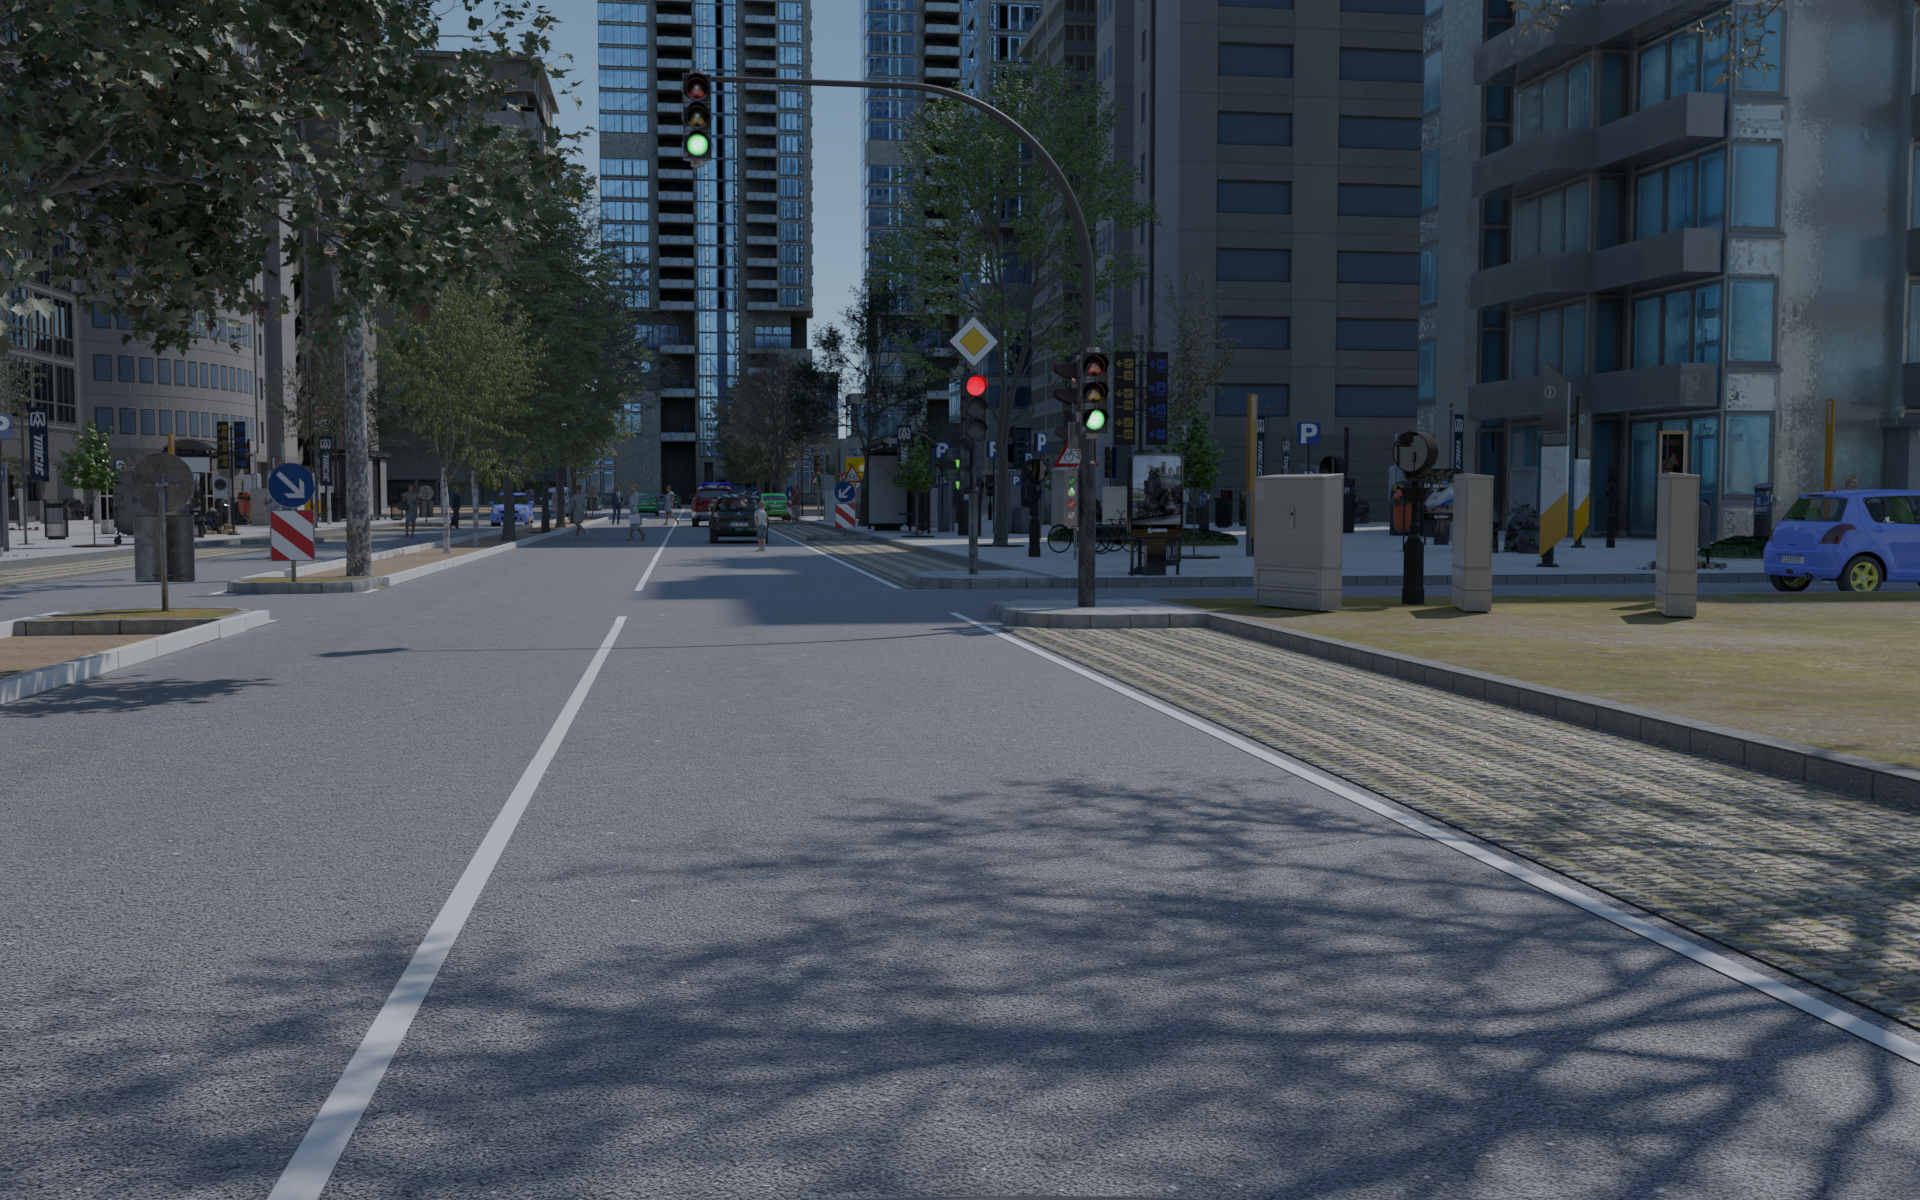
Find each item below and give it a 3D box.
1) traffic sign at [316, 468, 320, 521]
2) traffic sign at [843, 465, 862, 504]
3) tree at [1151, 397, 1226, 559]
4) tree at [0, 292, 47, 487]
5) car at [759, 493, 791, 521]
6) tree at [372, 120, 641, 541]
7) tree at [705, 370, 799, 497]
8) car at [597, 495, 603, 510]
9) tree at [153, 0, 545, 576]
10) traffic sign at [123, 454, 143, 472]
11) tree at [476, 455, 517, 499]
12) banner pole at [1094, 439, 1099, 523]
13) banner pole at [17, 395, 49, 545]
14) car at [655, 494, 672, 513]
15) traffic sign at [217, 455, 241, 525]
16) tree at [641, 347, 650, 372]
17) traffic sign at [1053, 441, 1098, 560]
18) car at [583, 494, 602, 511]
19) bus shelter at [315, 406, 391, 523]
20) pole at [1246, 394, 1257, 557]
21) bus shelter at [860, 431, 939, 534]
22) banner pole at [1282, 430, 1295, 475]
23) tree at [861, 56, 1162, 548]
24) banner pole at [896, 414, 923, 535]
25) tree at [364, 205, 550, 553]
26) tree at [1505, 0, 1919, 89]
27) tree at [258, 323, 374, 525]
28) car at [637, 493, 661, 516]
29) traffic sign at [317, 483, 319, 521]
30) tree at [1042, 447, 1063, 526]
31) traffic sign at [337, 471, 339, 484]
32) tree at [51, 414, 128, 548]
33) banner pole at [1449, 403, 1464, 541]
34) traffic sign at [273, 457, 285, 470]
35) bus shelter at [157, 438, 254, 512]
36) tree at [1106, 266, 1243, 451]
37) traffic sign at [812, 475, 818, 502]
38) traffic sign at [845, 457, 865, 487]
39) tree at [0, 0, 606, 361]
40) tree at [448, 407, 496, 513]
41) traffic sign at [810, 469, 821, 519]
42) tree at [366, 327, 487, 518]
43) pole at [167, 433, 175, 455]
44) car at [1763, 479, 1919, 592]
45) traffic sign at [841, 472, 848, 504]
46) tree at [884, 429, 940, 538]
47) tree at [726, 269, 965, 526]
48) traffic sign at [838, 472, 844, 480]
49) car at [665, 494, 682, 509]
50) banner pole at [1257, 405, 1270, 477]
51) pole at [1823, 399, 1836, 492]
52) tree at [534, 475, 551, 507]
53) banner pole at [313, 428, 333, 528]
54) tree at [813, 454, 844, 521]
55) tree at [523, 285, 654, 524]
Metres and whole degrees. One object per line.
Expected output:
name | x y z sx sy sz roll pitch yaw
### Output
traffic sign | -30.545 -5.022 82.208 0.768 2.556 0.104 0 4 -1
traffic sign | -4.758 -4.675 76.442 0.884 2.594 0.081 0 4 -8
tree | 4.733 -2.454 34.727 1.663 3.219 1.824 0 3 0
tree | -31.558 -6.458 55.953 4.360 8.622 3.978 0 3 0
car | -10.112 -5.166 93.266 1.959 1.807 4.718 -1 4 -10
tree | -13.958 -8.097 52.966 7.486 12.596 7.792 0 3 0
tree | -20.426 -16.350 173.977 9.857 13.997 8.962 0 3 0
car | -34.032 -9.048 160.513 1.945 1.354 3.894 -1 4 -10
tree | -11.808 -10.513 30.241 12.611 20.169 13.585 0 3 0
traffic sign | -26.369 -3.380 55.366 0.768 2.556 0.104 0 4 -2
tree | -36.387 -9.330 136.260 4.285 4.588 4.351 0 3 0
banner pole | 5.806 -5.321 77.015 0.863 3.779 0.401 -1 4 -21
banner pole | -23.453 -3.290 43.816 0.863 3.779 0.401 0 4 -3
car | -22.729 -7.301 131.371 2.014 1.417 4.499 -1 4 -10
traffic sign | -24.004 -3.472 56.872 0.768 2.556 0.104 0 4 -6
tree | -17.039 -9.335 73.218 7.486 12.596 7.792 0 3 0
traffic sign | 2.249 -2.062 33.724 0.884 2.594 0.081 0 4 -4
car | -31.665 -8.329 147.975 2.131 1.459 4.920 0 4 -8
bus shelter | -28.775 -6.382 81.973 2.179 5.291 8.768 -1 4 -9
pole | 5.980 -2.549 35.511 0.158 3.312 0.155 0 3 0
bus shelter | -2.079 -3.913 57.896 2.014 3.302 5.546 -1 4 -9
banner pole | 12.887 -4.765 67.929 0.401 3.779 0.863 -2 4 -30
tree | 1.088 -7.086 41.613 9.928 11.665 9.643 0 3 0
banner pole | -1.596 -3.952 54.631 0.863 3.779 0.401 1 4 9
tree | -12.267 -5.403 41.163 4.737 8.622 4.395 0 3 0
tree | 5.609 -5.955 7.733 12.009 13.543 11.850 0 3 0
tree | -26.674 -7.462 72.365 4.360 8.622 3.978 0 3 0
car | -20.606 -6.399 113.423 1.959 1.807 4.718 -1 4 -9
traffic sign | -31.067 -5.117 83.770 0.768 2.556 0.104 0 4 -2
tree | 4.155 -4.642 70.493 1.663 3.219 1.824 0 3 0
traffic sign | -33.226 -5.689 93.115 0.768 2.556 0.104 0 3 0
tree | -20.902 -2.897 41.968 1.663 3.219 1.824 0 3 0
banner pole | 13.620 -3.526 47.667 0.863 3.779 0.401 -3 5 -42
traffic sign | -23.762 -3.710 60.666 0.884 2.594 0.081 0 4 -8
bus shelter | -28.473 -4.386 65.627 2.014 3.302 5.546 -1 4 -9
tree | 6.997 -6.445 55.736 4.360 8.622 3.978 0 3 0
traffic sign | -8.397 -6.264 102.524 0.768 2.556 0.104 0 4 -5
traffic sign | -5.119 -6.134 94.157 2.265 3.308 0.079 0 4 -6
tree | -7.560 -5.677 12.279 9.611 12.733 9.660 0 3 0
tree | -33.475 -10.324 119.159 4.360 8.622 3.978 0 3 0
traffic sign | -7.294 -5.478 89.561 0.884 2.594 0.081 0 4 -8
tree | -28.456 -9.588 91.176 7.601 10.594 8.767 0 4 -7
pole | -26.389 -3.925 58.016 0.158 3.312 0.155 0 3 0
car | 13.448 -0.920 24.626 3.694 1.707 1.945 -1 4 -11
traffic sign | -6.232 -5.882 96.270 0.768 2.556 0.104 0 4 -2
tree | -1.176 -3.472 51.375 1.663 3.219 1.824 0 3 0
tree | -3.725 -8.261 69.474 7.601 10.594 8.767 3 4 37
traffic sign | -6.712 -6.165 100.903 0.768 2.556 0.104 0 4 -7
car | -28.521 -9.743 171.094 2.131 1.459 4.920 0 4 -8
banner pole | 8.509 -3.585 48.627 0.401 3.779 0.863 3 5 42
pole | 18.677 -2.654 37.236 0.158 3.312 0.155 0 3 0
tree | -42.076 -11.015 174.697 1.663 3.219 1.824 0 3 0
banner pole | -24.159 -4.621 65.574 0.863 3.779 0.401 -1 4 -11
tree | -6.292 -5.452 83.743 1.663 3.219 1.824 0 3 0
tree | -18.502 -9.472 83.087 9.928 11.665 9.643 0 3 0
